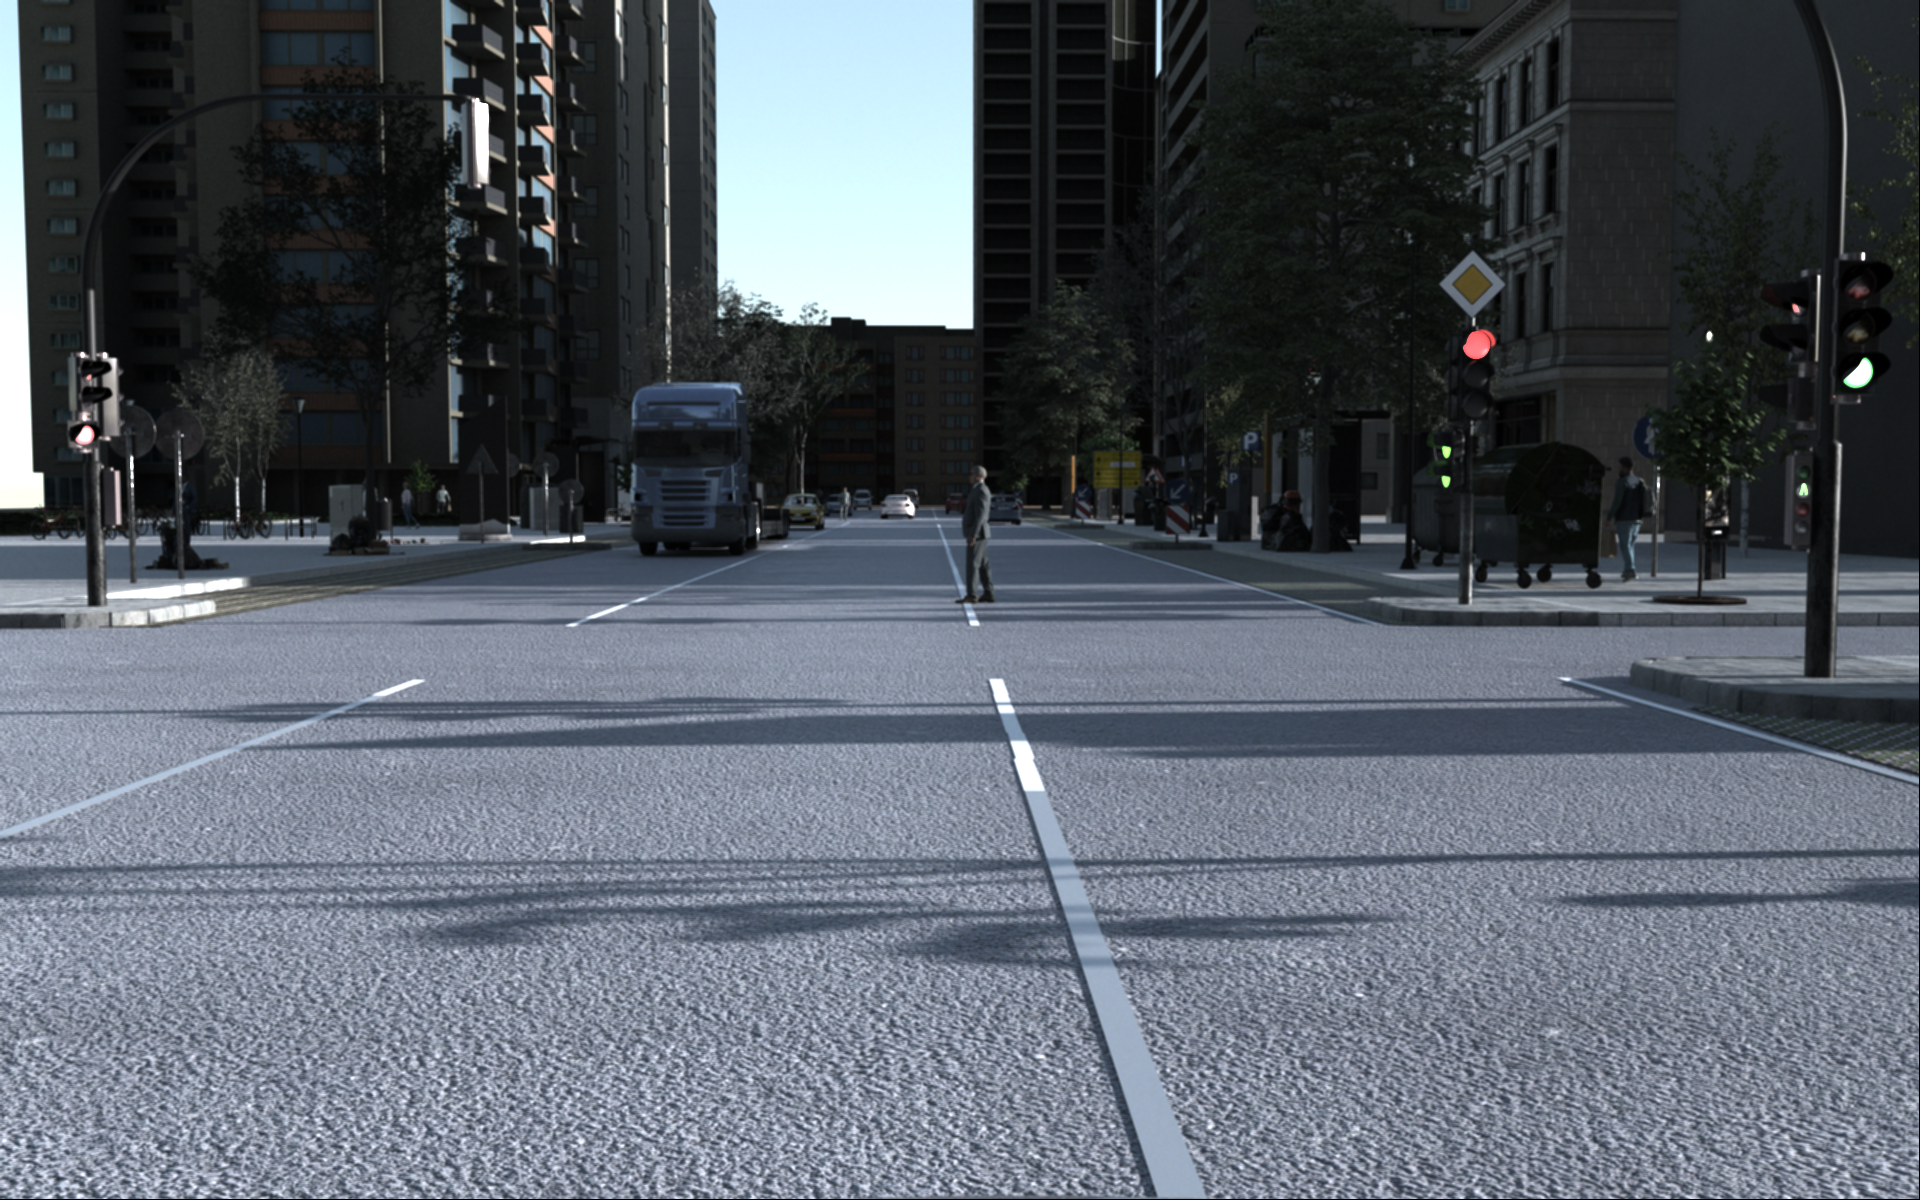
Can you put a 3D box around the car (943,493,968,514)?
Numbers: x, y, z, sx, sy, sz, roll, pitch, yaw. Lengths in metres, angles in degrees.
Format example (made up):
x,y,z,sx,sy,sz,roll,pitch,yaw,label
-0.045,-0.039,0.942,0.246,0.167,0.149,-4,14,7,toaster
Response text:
x,y,z,sx,sy,sz,roll,pitch,yaw,label
-0.140,-7.078,124.760,2.155,1.783,4.494,0,4,0,car

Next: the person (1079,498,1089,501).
x,y,z,sx,sy,sz,roll,pitch,yaw,label
7.508,-6.192,107.303,1.348,1.822,0.705,-2,4,-34,person

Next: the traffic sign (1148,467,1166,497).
x,y,z,sx,sy,sz,roll,pitch,yaw,label
9.554,-5.139,84.026,0.884,2.594,0.081,0,4,3,traffic sign

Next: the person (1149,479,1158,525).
x,y,z,sx,sy,sz,roll,pitch,yaw,label
7.804,-4.017,71.076,0.474,1.900,0.648,-3,4,-38,person

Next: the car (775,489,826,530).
x,y,z,sx,sy,sz,roll,pitch,yaw,label
-6.408,-3.653,69.943,2.015,1.641,3.980,0,4,-1,car

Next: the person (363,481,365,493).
x,y,z,sx,sy,sz,roll,pitch,yaw,label
-21.639,-3.468,63.147,0.661,1.777,0.834,2,4,27,person

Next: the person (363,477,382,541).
x,y,z,sx,sy,sz,roll,pitch,yaw,label
-16.156,-2.510,47.427,0.624,1.780,0.694,2,4,29,person

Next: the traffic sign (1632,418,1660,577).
x,y,z,sx,sy,sz,roll,pitch,yaw,label
10.747,-1.630,26.752,0.768,2.556,0.104,0,4,5,traffic sign

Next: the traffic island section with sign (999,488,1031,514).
x,y,z,sx,sy,sz,roll,pitch,yaw,label
3.975,-6.959,122.400,1.989,1.847,2.006,0,4,-1,traffic island section with sign

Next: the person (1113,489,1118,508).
x,y,z,sx,sy,sz,roll,pitch,yaw,label
14.016,-9.160,156.607,0.742,1.727,0.445,3,5,43,person

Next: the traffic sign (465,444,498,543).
x,y,z,sx,sy,sz,roll,pitch,yaw,label
-12.404,-2.746,44.902,0.884,2.594,0.081,0,4,7,traffic sign

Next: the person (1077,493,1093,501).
x,y,z,sx,sy,sz,roll,pitch,yaw,label
7.986,-6.331,109.539,1.348,1.826,0.705,-2,4,-33,person

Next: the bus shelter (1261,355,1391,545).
x,y,z,sx,sy,sz,roll,pitch,yaw,label
9.652,-4.283,47.651,2.179,5.291,8.768,0,4,-1,bus shelter

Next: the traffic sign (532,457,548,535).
x,y,z,sx,sy,sz,roll,pitch,yaw,label
-13.122,-3.337,54.666,0.768,2.556,0.104,0,4,4,traffic sign

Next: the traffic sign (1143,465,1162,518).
x,y,z,sx,sy,sz,roll,pitch,yaw,label
8.634,-4.750,77.665,0.884,2.594,0.081,0,4,6,traffic sign

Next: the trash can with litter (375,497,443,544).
x,y,z,sx,sy,sz,roll,pitch,yaw,label
-14.488,-2.044,44.484,2.233,1.210,1.678,0,4,-3,trash can with litter

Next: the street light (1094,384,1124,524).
x,y,z,sx,sy,sz,roll,pitch,yaw,label
6.270,-6.161,73.274,1.470,5.913,1.316,0,4,-1,street light

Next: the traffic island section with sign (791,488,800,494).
x,y,z,sx,sy,sz,roll,pitch,yaw,label
-11.543,-6.946,122.191,1.989,1.847,2.006,0,4,-1,traffic island section with sign

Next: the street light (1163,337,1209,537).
x,y,z,sx,sy,sz,roll,pitch,yaw,label
6.699,-4.818,51.315,1.470,5.913,1.316,0,4,-1,street light

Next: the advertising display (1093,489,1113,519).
x,y,z,sx,sy,sz,roll,pitch,yaw,label
7.946,-5.524,95.524,0.974,1.923,0.123,-1,4,-9,advertising display

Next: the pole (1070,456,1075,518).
x,y,z,sx,sy,sz,roll,pitch,yaw,label
5.993,-6.023,92.321,0.158,3.312,0.155,0,3,0,pole

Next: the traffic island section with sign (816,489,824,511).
x,y,z,sx,sy,sz,roll,pitch,yaw,label
-12.047,-8.594,149.142,1.989,1.847,2.006,0,4,-1,traffic island section with sign

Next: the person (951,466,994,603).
x,y,z,sx,sy,sz,roll,pitch,yaw,label
0.155,-0.867,22.846,0.590,1.801,0.661,0,4,5,person

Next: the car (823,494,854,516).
x,y,z,sx,sy,sz,roll,pitch,yaw,label
-7.919,-6.179,113.031,2.014,1.417,4.499,0,4,-2,car

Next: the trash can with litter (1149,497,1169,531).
x,y,z,sx,sy,sz,roll,pitch,yaw,label
7.102,-2.980,60.109,1.055,1.170,0.624,-3,4,-38,trash can with litter

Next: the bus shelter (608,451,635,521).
x,y,z,sx,sy,sz,roll,pitch,yaw,label
-15.514,-5.504,83.907,2.014,3.302,5.546,0,4,-1,bus shelter

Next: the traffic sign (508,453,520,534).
x,y,z,sx,sy,sz,roll,pitch,yaw,label
-13.963,-3.265,53.494,0.768,2.556,0.104,0,4,3,traffic sign

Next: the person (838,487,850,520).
x,y,z,sx,sy,sz,roll,pitch,yaw,label
-6.356,-5.279,94.907,0.635,1.810,0.391,-1,4,-13,person

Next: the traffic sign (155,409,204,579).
x,y,z,sx,sy,sz,roll,pitch,yaw,label
-11.759,-1.588,26.077,0.768,2.556,0.104,0,4,0,traffic sign

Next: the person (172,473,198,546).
x,y,z,sx,sy,sz,roll,pitch,yaw,label
-18.830,-2.187,41.985,0.721,1.800,0.419,1,4,12,person

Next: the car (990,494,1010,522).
x,y,z,sx,sy,sz,roll,pitch,yaw,label
1.650,-4.852,89.546,2.015,1.641,3.980,0,4,-3,car

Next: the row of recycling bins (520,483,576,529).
x,y,z,sx,sy,sz,roll,pitch,yaw,label
-15.235,-3.471,63.859,1.069,1.692,3.534,-3,4,-38,row of recycling bins

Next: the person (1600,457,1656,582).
x,y,z,sx,sy,sz,roll,pitch,yaw,label
9.634,-1.168,25.120,0.794,1.824,0.713,-1,4,-9,person

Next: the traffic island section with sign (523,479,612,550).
x,y,z,sx,sy,sz,roll,pitch,yaw,label
-10.069,-2.202,44.635,1.989,1.847,2.006,0,4,-1,traffic island section with sign

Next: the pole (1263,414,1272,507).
x,y,z,sx,sy,sz,roll,pitch,yaw,label
7.824,-3.069,44.016,0.158,3.312,0.155,0,3,0,pole

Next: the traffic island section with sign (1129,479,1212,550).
x,y,z,sx,sy,sz,roll,pitch,yaw,label
5.446,-2.230,45.086,1.989,1.847,2.006,0,4,-1,traffic island section with sign

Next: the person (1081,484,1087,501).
x,y,z,sx,sy,sz,roll,pitch,yaw,label
6.617,-5.292,92.571,0.388,1.821,0.555,2,4,26,person

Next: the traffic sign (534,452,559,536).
x,y,z,sx,sy,sz,roll,pitch,yaw,label
-12.531,-3.201,52.446,0.768,2.556,0.104,0,4,4,traffic sign

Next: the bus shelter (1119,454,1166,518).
x,y,z,sx,sy,sz,roll,pitch,yaw,label
9.287,-5.855,89.654,2.014,3.302,5.546,0,4,-1,bus shelter

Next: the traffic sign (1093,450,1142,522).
x,y,z,sx,sy,sz,roll,pitch,yaw,label
7.326,-5.313,80.738,2.265,3.308,0.079,0,4,1,traffic sign

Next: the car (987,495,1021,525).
x,y,z,sx,sy,sz,roll,pitch,yaw,label
1.904,-4.263,81.702,2.014,1.417,4.499,0,4,-2,car

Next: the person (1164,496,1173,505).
x,y,z,sx,sy,sz,roll,pitch,yaw,label
12.128,-5.718,99.550,0.705,1.821,1.348,-2,4,-32,person

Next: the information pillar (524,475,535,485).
x,y,z,sx,sy,sz,roll,pitch,yaw,label
-16.359,-3.753,65.853,0.304,2.012,0.304,-3,4,-39,information pillar

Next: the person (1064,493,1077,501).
x,y,z,sx,sy,sz,roll,pitch,yaw,label
6.404,-5.503,96.704,1.217,1.739,0.721,-1,4,-12,person

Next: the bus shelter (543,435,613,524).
x,y,z,sx,sy,sz,roll,pitch,yaw,label
-15.854,-4.949,72.197,1.731,3.624,6.357,0,4,-1,bus shelter

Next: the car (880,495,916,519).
x,y,z,sx,sy,sz,roll,pitch,yaw,label
-3.616,-5.408,100.777,2.083,1.381,4.827,0,4,0,car

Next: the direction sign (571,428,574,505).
x,y,z,sx,sy,sz,roll,pitch,yaw,label
-13.460,-4.167,60.120,0.379,3.537,0.876,-1,4,-12,direction sign

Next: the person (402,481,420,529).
x,y,z,sx,sy,sz,roll,pitch,yaw,label
-20.105,-3.470,63.445,0.598,1.740,0.731,0,4,-4,person

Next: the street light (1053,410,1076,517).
x,y,z,sx,sy,sz,roll,pitch,yaw,label
5.796,-7.504,95.233,1.470,5.913,1.316,0,4,-1,street light

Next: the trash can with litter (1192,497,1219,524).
x,y,z,sx,sy,sz,roll,pitch,yaw,label
10.372,-3.785,73.267,1.055,1.170,0.624,-2,4,-24,trash can with litter

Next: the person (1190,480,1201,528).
x,y,z,sx,sy,sz,roll,pitch,yaw,label
8.562,-3.542,64.134,0.661,1.801,0.590,2,4,25,person

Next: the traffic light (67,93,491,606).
x,y,z,sx,sy,sz,roll,pitch,yaw,label
-7.798,-2.763,19.836,4.771,5.953,1.251,0,4,-1,traffic light

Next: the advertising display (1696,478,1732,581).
x,y,z,sx,sy,sz,roll,pitch,yaw,label
11.243,-1.261,25.830,0.974,1.923,0.123,-3,5,-45,advertising display

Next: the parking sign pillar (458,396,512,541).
x,y,z,sx,sy,sz,roll,pitch,yaw,label
-13.060,-3.610,47.491,1.447,3.967,1.447,-1,4,-9,parking sign pillar

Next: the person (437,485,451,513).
x,y,z,sx,sy,sz,roll,pitch,yaw,label
-28.081,-5.363,94.221,0.782,1.767,0.515,-1,4,-12,person

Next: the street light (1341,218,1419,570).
x,y,z,sx,sy,sz,roll,pitch,yaw,label
7.111,-3.475,29.354,1.470,5.913,1.316,0,4,-1,street light

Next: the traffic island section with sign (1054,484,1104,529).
x,y,z,sx,sy,sz,roll,pitch,yaw,label
4.939,-3.878,72.036,1.989,1.847,2.006,0,4,-1,traffic island section with sign

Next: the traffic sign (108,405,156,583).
x,y,z,sx,sy,sz,roll,pitch,yaw,label
-11.899,-1.514,24.857,0.768,2.556,0.104,0,4,8,traffic sign
